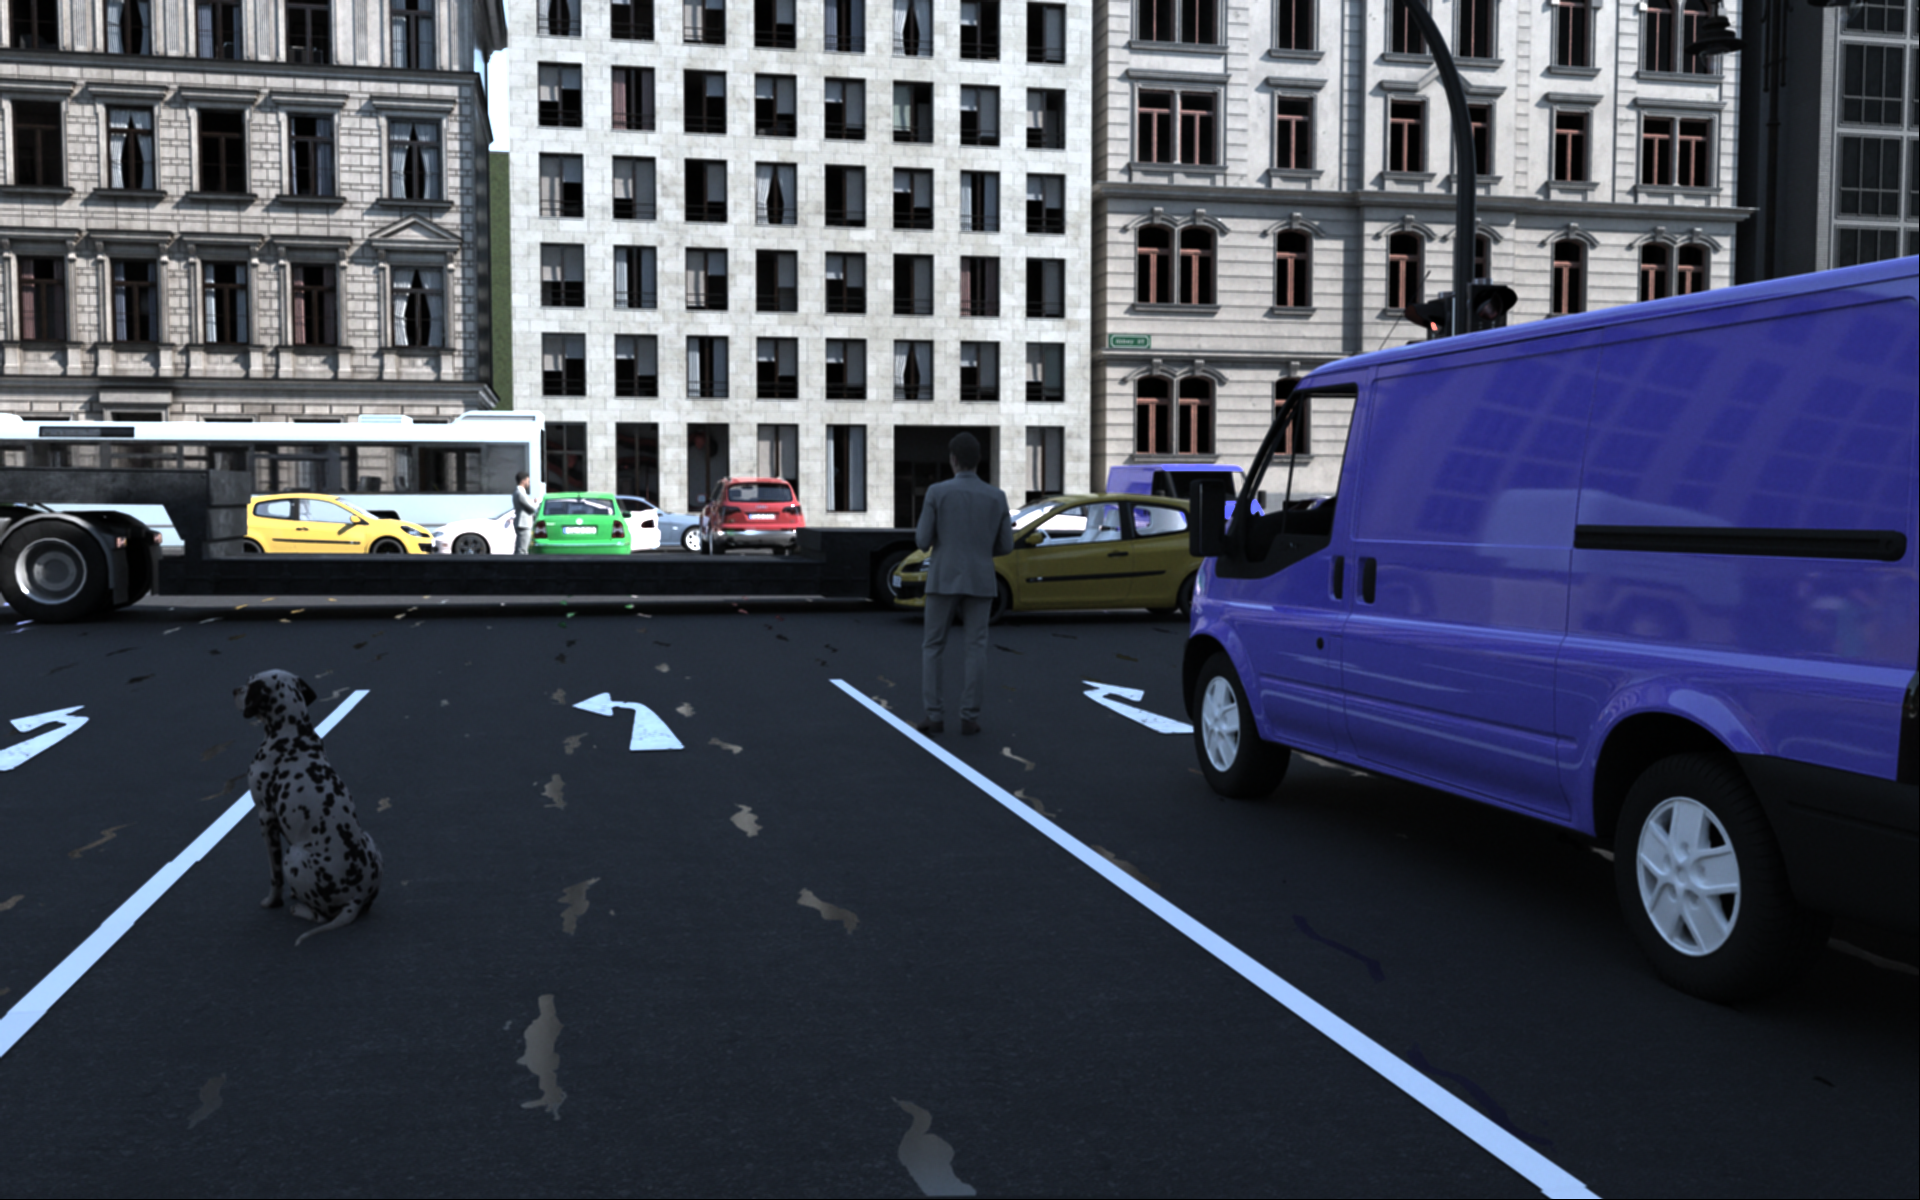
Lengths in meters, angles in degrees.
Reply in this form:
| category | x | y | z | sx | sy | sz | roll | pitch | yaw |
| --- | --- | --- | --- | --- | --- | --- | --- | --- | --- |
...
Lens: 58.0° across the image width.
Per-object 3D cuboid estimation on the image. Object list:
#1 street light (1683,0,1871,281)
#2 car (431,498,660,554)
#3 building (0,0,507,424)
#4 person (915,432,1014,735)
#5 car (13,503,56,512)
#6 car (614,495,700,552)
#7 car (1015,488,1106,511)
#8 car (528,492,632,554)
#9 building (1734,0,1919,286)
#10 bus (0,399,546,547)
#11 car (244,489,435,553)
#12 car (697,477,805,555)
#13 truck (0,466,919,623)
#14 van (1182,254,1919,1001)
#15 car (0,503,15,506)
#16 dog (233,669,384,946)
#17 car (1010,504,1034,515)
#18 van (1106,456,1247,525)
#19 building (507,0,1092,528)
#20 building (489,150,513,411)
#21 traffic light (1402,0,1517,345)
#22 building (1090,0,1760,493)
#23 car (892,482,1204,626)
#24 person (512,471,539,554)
| category | x | y | z | sx | sy | sz | roll | pitch | yaw |
| --- | --- | --- | --- | --- | --- | --- | --- | --- | --- |
| street light | 6.131 | -2.467 | 13.123 | 0.468 | 5.910 | 1.993 | -1 | 4 | -13 |
| car | -8.811 | -1.491 | 36.744 | 4.827 | 1.381 | 2.083 | -1 | 4 | -12 |
| building | -23.331 | -11.405 | 51.101 | 19.286 | 19.102 | 10.561 | -1 | 4 | -13 |
| person | -0.011 | -0.110 | 10.493 | 0.606 | 1.804 | 0.583 | -1 | 4 | -19 |
| car | -19.124 | -1.406 | 34.984 | 4.499 | 1.417 | 2.014 | -1 | 4 | -12 |
| car | -8.118 | -1.896 | 43.004 | 4.499 | 1.417 | 2.014 | -1 | 4 | -13 |
| car | 2.490 | -2.283 | 47.113 | 4.222 | 1.686 | 2.009 | -1 | 4 | -12 |
| car | -6.957 | -1.397 | 31.638 | 1.959 | 1.807 | 4.718 | -1 | 4 | -12 |
| building | 37.246 | -16.674 | 66.124 | 24.014 | 27.812 | 14.314 | -1 | 4 | -13 |
| bus | -16.008 | -2.656 | 38.286 | 13.247 | 3.499 | 2.948 | -1 | 4 | -11 |
| car | -12.350 | -1.445 | 33.847 | 3.980 | 1.641 | 2.015 | -1 | 4 | -13 |
| car | -4.742 | -1.860 | 39.090 | 2.281 | 1.827 | 5.304 | -1 | 4 | -13 |
| truck | -7.205 | -1.894 | 20.722 | 18.799 | 4.110 | 2.967 | -1 | 4 | -12 |
| van | 2.550 | -0.142 | 6.706 | 2.240 | 2.365 | 5.245 | -1 | 4 | -14 |
| car | -18.653 | -1.304 | 30.907 | 3.694 | 1.707 | 1.945 | -1 | 4 | -13 |
| dog | -2.224 | 0.672 | 5.844 | 0.513 | 0.831 | 0.800 | -1 | 4 | -15 |
| car | 3.012 | -1.643 | 39.224 | 4.827 | 1.381 | 2.083 | -1 | 4 | -12 |
| van | 4.508 | -1.875 | 35.034 | 2.240 | 2.365 | 5.245 | -1 | 4 | -12 |
| building | -5.414 | -12.238 | 54.844 | 16.860 | 20.320 | 10.420 | -1 | 4 | -13 |
| building | -58.169 | -32.090 | 208.262 | 14.086 | 41.232 | 14.154 | -1 | 4 | -13 |
| traffic light | 1.845 | -2.335 | 12.848 | 4.771 | 5.953 | 1.251 | -1 | 4 | -13 |
| building | 13.934 | -16.757 | 61.365 | 23.554 | 28.519 | 14.401 | -1 | 4 | -13 |
| car | 1.220 | -0.584 | 19.765 | 3.980 | 1.641 | 2.015 | -1 | 4 | -12 |
| person | -7.115 | -1.208 | 28.428 | 0.466 | 1.800 | 0.511 | -3 | 4 | -37 |
